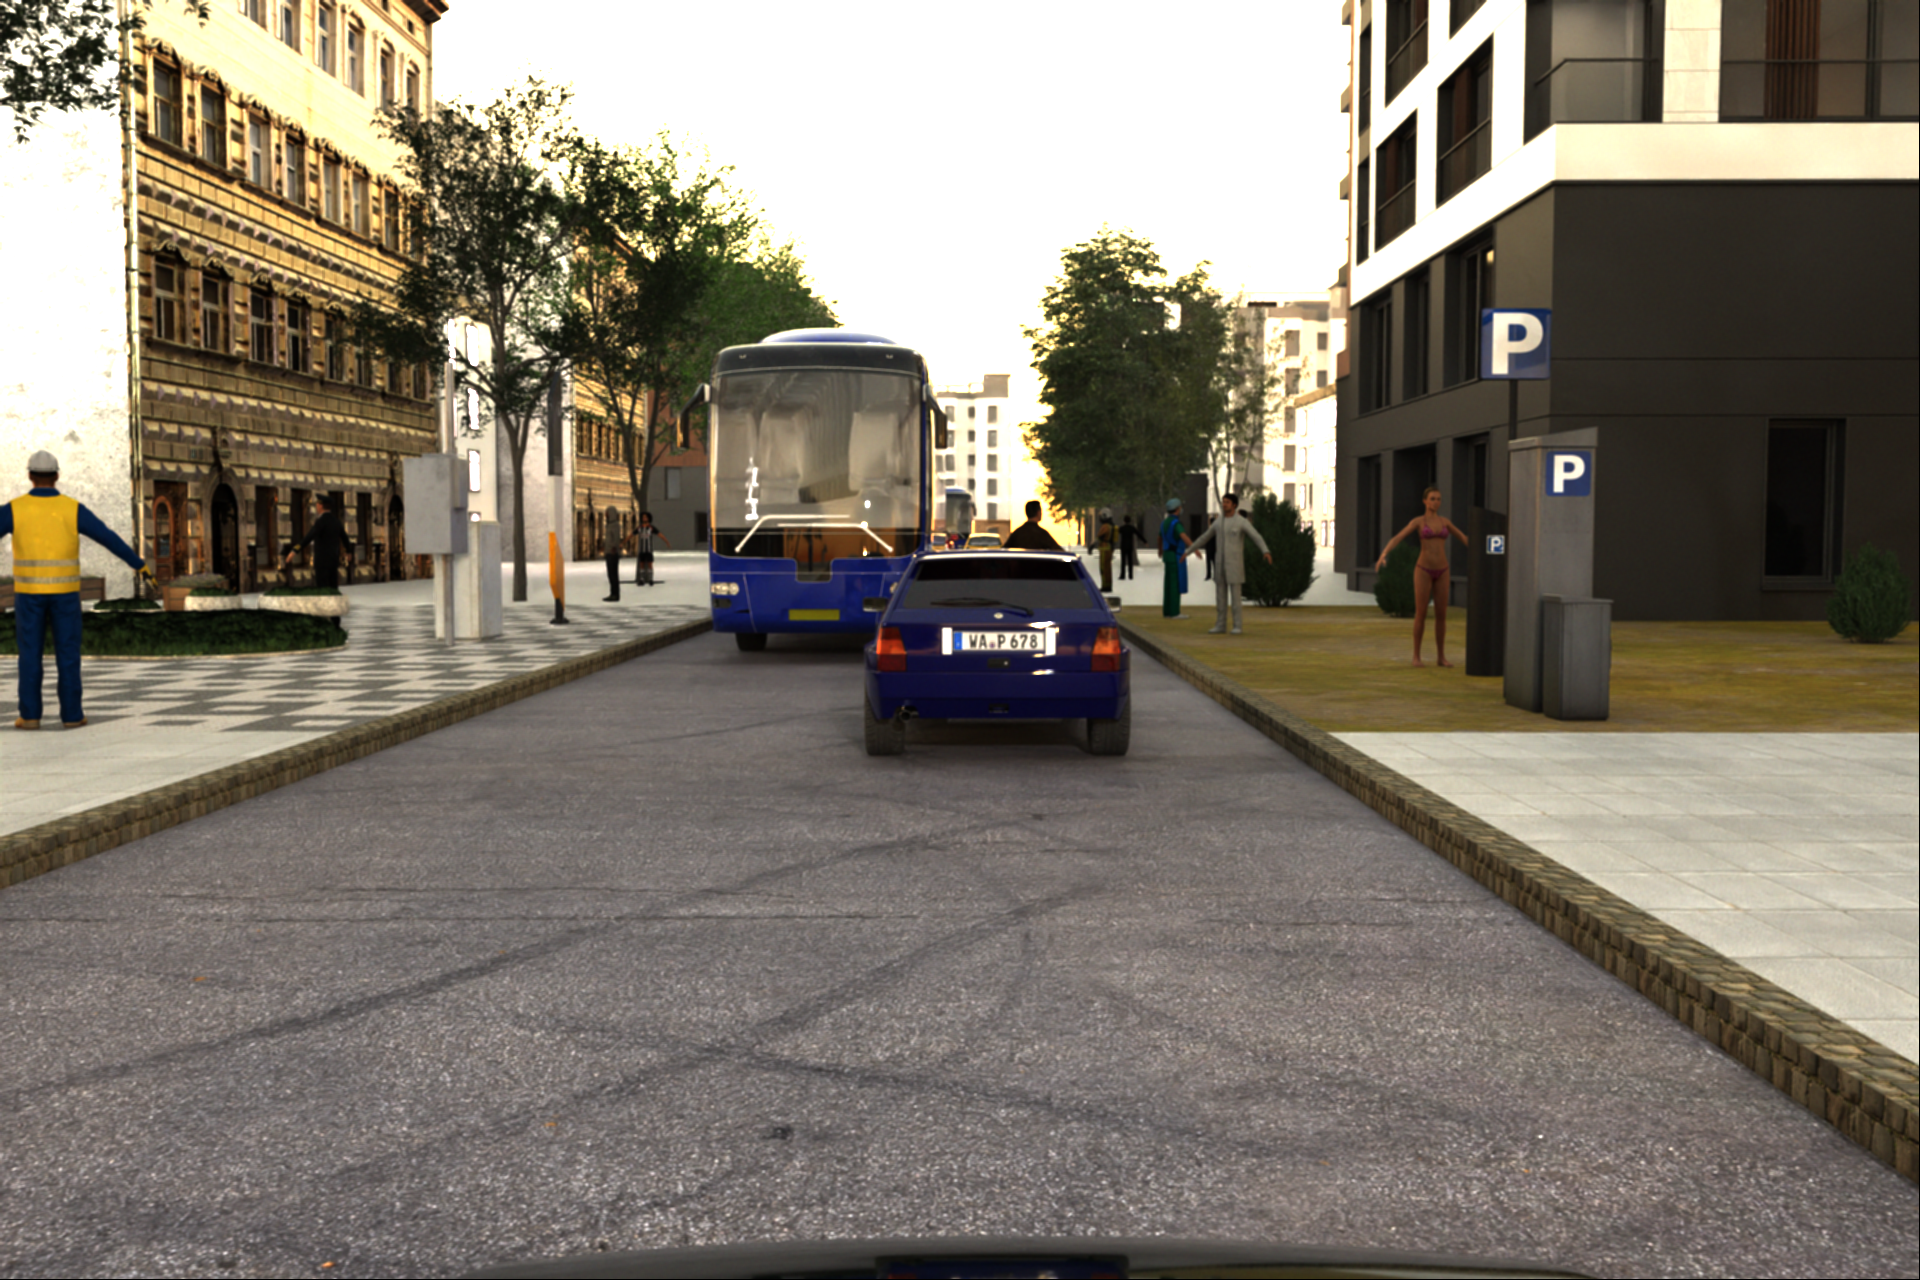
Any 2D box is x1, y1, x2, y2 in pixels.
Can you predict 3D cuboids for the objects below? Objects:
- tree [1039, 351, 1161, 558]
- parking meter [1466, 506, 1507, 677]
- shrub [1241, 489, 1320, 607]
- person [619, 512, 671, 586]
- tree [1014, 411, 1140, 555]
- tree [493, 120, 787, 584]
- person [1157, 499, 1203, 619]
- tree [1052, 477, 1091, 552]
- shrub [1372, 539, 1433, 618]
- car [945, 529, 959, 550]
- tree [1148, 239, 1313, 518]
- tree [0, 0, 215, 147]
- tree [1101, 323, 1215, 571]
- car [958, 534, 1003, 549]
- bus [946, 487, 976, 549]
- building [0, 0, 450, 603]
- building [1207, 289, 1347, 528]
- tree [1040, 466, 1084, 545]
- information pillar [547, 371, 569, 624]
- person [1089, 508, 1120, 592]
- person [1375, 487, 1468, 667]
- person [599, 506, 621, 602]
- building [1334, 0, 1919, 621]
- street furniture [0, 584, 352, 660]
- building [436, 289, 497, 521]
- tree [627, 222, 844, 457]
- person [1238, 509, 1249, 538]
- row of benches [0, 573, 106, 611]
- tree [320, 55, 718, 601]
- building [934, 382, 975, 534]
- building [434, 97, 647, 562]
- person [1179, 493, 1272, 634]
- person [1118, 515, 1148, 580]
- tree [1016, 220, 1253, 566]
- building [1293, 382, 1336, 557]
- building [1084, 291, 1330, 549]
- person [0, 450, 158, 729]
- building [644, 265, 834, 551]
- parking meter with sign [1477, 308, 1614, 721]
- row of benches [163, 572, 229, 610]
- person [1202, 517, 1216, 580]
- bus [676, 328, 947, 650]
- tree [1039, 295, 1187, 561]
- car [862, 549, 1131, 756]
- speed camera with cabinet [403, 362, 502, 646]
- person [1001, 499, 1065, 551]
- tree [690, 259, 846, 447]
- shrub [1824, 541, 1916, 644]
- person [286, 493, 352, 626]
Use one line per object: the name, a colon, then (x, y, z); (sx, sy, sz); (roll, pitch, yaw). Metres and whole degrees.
tree: (7.897, -10.247, 93.290); (9.928, 11.665, 9.643); (0, 3, 0)
parking meter: (4.792, -0.446, 15.707); (0.372, 1.533, 0.369); (0, 3, 0)
shrub: (5.513, -1.628, 30.652); (1.661, 2.075, 1.752); (0, 3, 0)
person: (-7.799, -2.252, 42.970); (1.345, 1.843, 0.704); (0, 4, 8)
tree: (7.731, -10.492, 105.958); (7.601, 10.594, 8.767); (3, 5, 42)
tree: (-8.349, -7.281, 44.793); (9.928, 11.665, 9.643); (0, 3, 0)
person: (3.268, -1.230, 26.245); (0.704, 1.817, 1.347); (-1, 4, -20)
tree: (7.325, -10.253, 117.994); (4.360, 8.622, 3.978); (0, 3, 0)
shrub: (6.830, -0.951, 26.660); (1.383, 1.207, 1.383); (0, 3, 0)
car: (-1.167, -2.464, 48.954); (2.281, 1.827, 5.304); (0, 4, 1)
tree: (6.657, -5.713, 43.770); (4.360, 8.622, 3.978); (0, 3, 0)
tree: (-8.394, -4.652, 10.467); (8.767, 10.594, 7.601); (1, 4, 18)
tree: (7.212, -6.726, 60.329); (4.360, 8.622, 3.978); (0, 3, 0)
car: (0.927, -3.444, 66.526); (2.015, 1.641, 3.980); (0, 3, 0)
bus: (-0.580, -6.223, 93.287); (2.896, 3.916, 12.251); (0, 4, 0)
building: (-24.460, -12.842, 40.891); (19.493, 23.208, 18.063); (0, 4, 1)
building: (25.494, -17.415, 141.162); (16.016, 20.090, 11.380); (0, 4, 1)
tree: (14.310, -18.314, 206.090); (9.857, 13.997, 8.962); (0, 3, 0)
information pillar: (-5.756, -2.039, 24.686); (0.183, 3.616, 0.504); (0, 4, 2)
person: (3.195, -1.985, 38.220); (0.705, 1.858, 1.354); (2, 4, 26)
person: (4.587, -0.608, 16.738); (1.217, 1.733, 0.721); (0, 4, -8)
person: (-6.665, -1.648, 33.079); (0.705, 1.813, 1.348); (-1, 4, -22)
building: (22.770, -12.044, 40.889); (27.936, 21.610, 32.646); (0, 4, 1)
street furniture: (-11.927, -0.240, 19.557); (10.072, 0.657, 5.734); (0, 4, -6)
building: (-21.884, -7.506, 64.877); (9.099, 9.664, 28.070); (0, 4, 1)
tree: (-7.659, -8.069, 57.685); (9.928, 11.665, 9.643); (0, 3, 0)
person: (6.050, -1.909, 37.345); (0.704, 1.812, 1.346); (2, 4, 31)
row of benches: (-14.655, -0.727, 27.354); (1.422, 0.672, 4.104); (0, 4, -5)
tree: (-8.265, -6.037, 33.116); (8.767, 10.594, 7.601); (1, 4, 22)
building: (-5.108, -21.399, 208.747); (11.380, 20.090, 16.016); (0, 4, 7)
building: (-26.864, -15.710, 87.783); (19.493, 23.208, 18.063); (0, 4, 0)
person: (3.448, -0.985, 22.289); (1.347, 1.806, 0.705); (3, 5, 39)
person: (4.699, -2.612, 48.898); (1.347, 1.806, 0.705); (-1, 4, -13)
tree: (6.927, -9.996, 70.092); (9.857, 13.997, 8.962); (0, 3, 0)
building: (25.255, -9.274, 93.776); (9.099, 9.664, 28.070); (0, 3, 0)
building: (25.421, -19.469, 162.296); (27.936, 21.610, 32.646); (0, 4, 0)
person: (-6.058, -0.338, 11.494); (1.349, 1.833, 0.705); (-2, 4, -29)
building: (-25.973, -18.536, 147.035); (27.936, 21.610, 32.646); (0, 4, 1)
parking meter with sign: (4.295, -1.002, 12.642); (0.543, 3.016, 1.738); (0, 4, -1)
row of benches: (-11.616, -0.672, 26.447); (1.422, 0.672, 4.104); (-1, 4, -19)
person: (6.922, -2.522, 47.951); (1.216, 1.740, 0.721); (-2, 4, -32)
bus: (-1.548, -2.018, 24.541); (2.896, 3.916, 12.251); (0, 4, 0)
tree: (7.363, -10.035, 82.204); (7.486, 12.596, 7.792); (0, 3, 0)
car: (0.239, 0.002, 12.546); (1.945, 1.354, 3.894); (0, 3, 0)
speed camera with cabinet: (-6.048, -1.612, 20.687); (0.660, 3.252, 2.038); (0, 4, 1)
person: (0.829, -0.646, 19.163); (1.346, 1.812, 0.704); (3, 5, 43)
tree: (-8.017, -10.564, 79.375); (9.857, 13.997, 8.962); (0, 3, 0)
shrub: (10.689, -0.565, 20.352); (1.383, 1.207, 1.383); (0, 3, 0)
person: (-8.700, -1.086, 23.699); (0.705, 1.837, 1.347); (1, 4, 16)
